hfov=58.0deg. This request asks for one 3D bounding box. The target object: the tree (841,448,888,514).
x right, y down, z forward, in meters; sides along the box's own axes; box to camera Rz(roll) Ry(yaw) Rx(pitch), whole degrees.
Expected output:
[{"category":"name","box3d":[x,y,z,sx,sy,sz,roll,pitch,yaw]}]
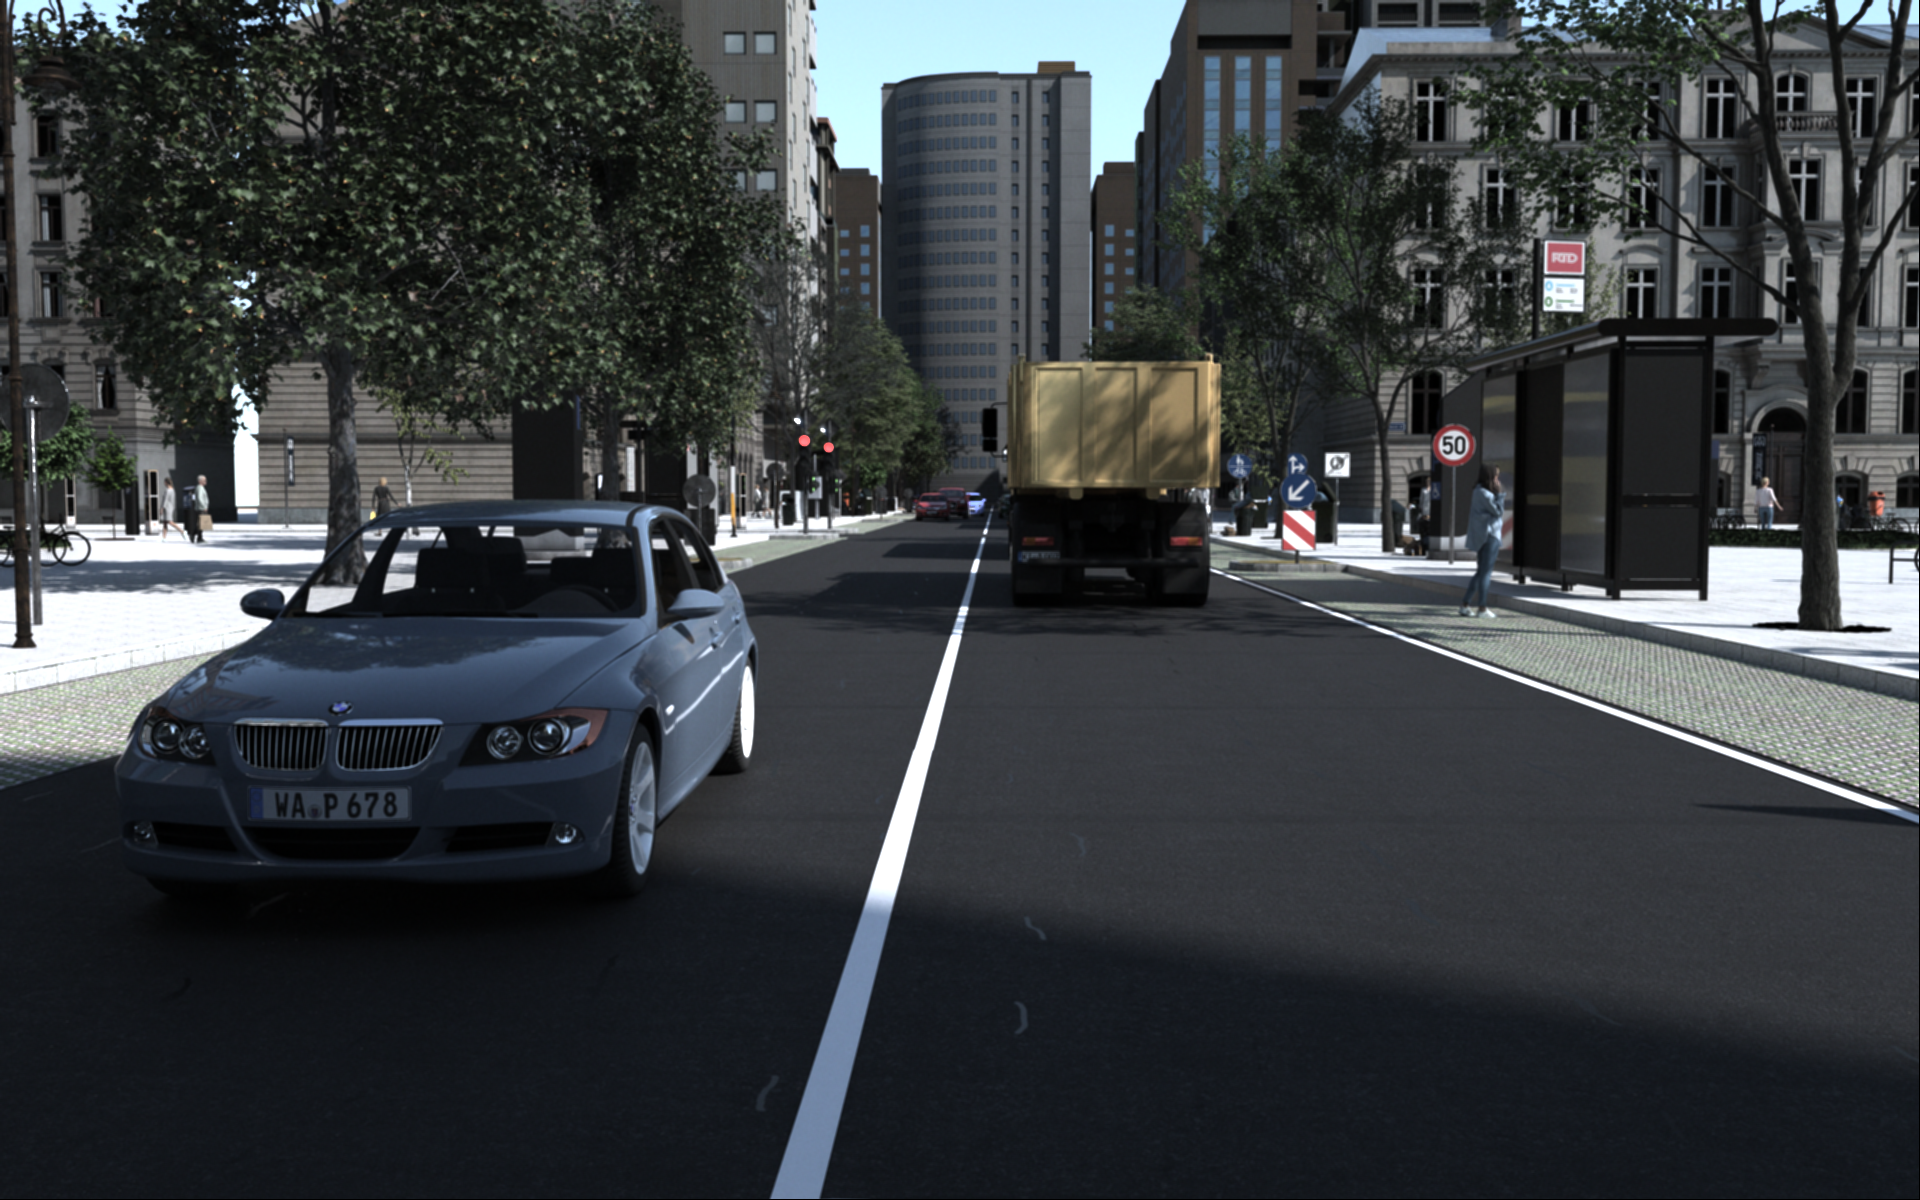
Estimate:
[{"category":"tree","box3d":[-6.052,-7.794,111.143,4.285,4.588,4.351,0,3,0]}]

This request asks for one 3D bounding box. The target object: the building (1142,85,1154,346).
[{"category":"building","box3d":[26.917,-32.650,183.943,14.600,45.320,14.200,0,4,1]}]

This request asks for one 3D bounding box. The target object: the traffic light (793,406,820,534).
[{"category":"traffic light","box3d":[-4.925,-4.069,55.444,0.839,4.253,0.868,0,4,1]}]

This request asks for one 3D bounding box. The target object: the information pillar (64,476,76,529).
[{"category":"information pillar","box3d":[-32.919,-3.642,64.038,0.304,2.012,0.304,-3,4,-39]}]

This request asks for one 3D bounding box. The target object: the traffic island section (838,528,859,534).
[{"category":"traffic island section","box3d":[-4.798,-2.525,63.563,2.009,0.180,2.903,0,4,1]}]

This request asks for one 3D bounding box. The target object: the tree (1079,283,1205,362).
[{"category":"tree","box3d":[10.055,-10.731,93.584,7.486,12.596,7.792,0,3,0]}]

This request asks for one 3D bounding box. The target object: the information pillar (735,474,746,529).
[{"category":"information pillar","box3d":[-7.998,-3.586,63.124,0.304,2.012,0.304,3,5,41]}]

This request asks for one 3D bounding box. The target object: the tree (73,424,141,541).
[{"category":"tree","box3d":[-23.632,-3.267,48.010,1.663,3.219,1.824,0,3,0]}]

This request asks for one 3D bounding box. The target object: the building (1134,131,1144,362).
[{"category":"building","box3d":[26.785,-31.474,198.190,14.154,41.232,14.086,0,4,1]}]

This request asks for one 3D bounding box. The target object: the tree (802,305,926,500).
[{"category":"tree","box3d":[-5.790,-11.359,103.851,7.486,12.596,7.792,0,3,0]}]

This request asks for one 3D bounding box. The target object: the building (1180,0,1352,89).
[{"category":"building","box3d":[26.330,-30.889,155.149,14.600,45.320,14.200,0,4,1]}]

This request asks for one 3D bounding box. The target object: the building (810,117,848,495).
[{"category":"building","box3d":[-26.851,-33.091,195.661,28.867,44.769,22.147,0,4,1]}]

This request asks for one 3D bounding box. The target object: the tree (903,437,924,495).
[{"category":"tree","box3d":[-4.553,-14.173,182.085,4.737,8.622,4.395,0,3,0]}]

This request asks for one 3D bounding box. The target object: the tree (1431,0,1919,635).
[{"category":"tree","box3d":[8.197,-5.530,16.177,9.928,11.665,9.643,0,3,0]}]

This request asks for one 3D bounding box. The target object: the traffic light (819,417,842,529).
[{"category":"traffic light","box3d":[-4.758,-4.557,63.428,0.839,4.253,0.868,0,4,1]}]

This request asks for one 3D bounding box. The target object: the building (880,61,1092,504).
[{"category":"building","box3d":[3.474,-42.661,239.512,28.212,58.520,21.231,0,4,1]}]

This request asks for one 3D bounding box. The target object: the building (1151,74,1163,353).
[{"category":"building","box3d":[27.079,-31.783,169.763,14.600,45.320,14.200,0,4,1]}]

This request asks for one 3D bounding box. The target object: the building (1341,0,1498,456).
[{"category":"building","box3d":[64.645,-48.882,237.471,20.611,71.187,20.563,0,4,1]}]

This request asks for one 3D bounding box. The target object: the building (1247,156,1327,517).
[{"category":"building","box3d":[22.978,-14.959,99.331,10.420,20.320,16.860,0,4,1]}]

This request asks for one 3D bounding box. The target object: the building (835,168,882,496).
[{"category":"building","box3d":[-17.803,-35.881,236.763,14.200,45.320,14.600,0,4,1]}]

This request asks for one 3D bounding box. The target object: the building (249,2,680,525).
[{"category":"building","box3d":[-22.260,-16.481,88.548,14.460,24.649,34.723,0,4,1]}]

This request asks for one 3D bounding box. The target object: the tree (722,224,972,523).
[{"category":"tree","box3d":[-7.525,-10.252,77.986,12.009,13.543,11.850,0,3,0]}]

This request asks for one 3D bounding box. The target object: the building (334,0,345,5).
[{"category":"building","box3d":[-56.779,-53.965,195.004,31.000,86.520,22.319,0,4,1]}]

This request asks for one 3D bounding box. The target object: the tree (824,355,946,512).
[{"category":"tree","box3d":[-6.271,-12.172,124.766,9.928,11.665,9.643,0,3,0]}]

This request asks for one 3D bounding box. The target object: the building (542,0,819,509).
[{"category":"building","box3d":[-26.981,-34.430,152.162,28.713,52.752,27.495,0,4,1]}]

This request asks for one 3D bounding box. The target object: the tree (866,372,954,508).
[{"category":"tree","box3d":[-5.301,-14.733,157.889,9.611,12.733,9.660,0,3,0]}]

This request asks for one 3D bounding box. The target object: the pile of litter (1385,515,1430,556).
[{"category":"pile of litter","box3d":[9.818,-1.366,36.295,1.719,0.858,1.176,2,4,35]}]

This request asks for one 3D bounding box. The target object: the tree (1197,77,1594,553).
[{"category":"tree","box3d":[9.497,-6.344,38.132,8.767,10.594,7.601,0,4,7]}]

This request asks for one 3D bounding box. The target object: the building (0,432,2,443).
[{"category":"building","box3d":[-41.214,-23.353,36.453,28.867,44.769,22.147,0,4,1]}]

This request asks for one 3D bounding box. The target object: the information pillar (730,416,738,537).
[{"category":"information pillar","box3d":[-6.754,-3.682,51.554,0.183,3.616,0.504,0,4,-1]}]

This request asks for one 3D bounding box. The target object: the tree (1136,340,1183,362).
[{"category":"tree","box3d":[9.532,-8.167,83.898,4.360,8.622,3.978,0,3,0]}]

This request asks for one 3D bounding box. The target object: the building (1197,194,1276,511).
[{"category":"building","box3d":[25.559,-18.585,122.934,14.314,24.678,30.058,0,4,1]}]

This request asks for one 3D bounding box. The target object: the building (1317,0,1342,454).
[{"category":"building","box3d":[44.041,-48.915,238.016,20.611,71.187,20.563,0,4,1]}]

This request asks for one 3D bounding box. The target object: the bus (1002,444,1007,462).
[{"category":"bus","box3d":[2.628,-3.148,43.022,2.896,3.916,12.252,0,4,0]}]

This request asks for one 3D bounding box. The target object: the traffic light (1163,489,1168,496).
[{"category":"traffic light","box3d":[6.534,-4.055,55.221,0.839,4.253,0.868,0,4,1]}]

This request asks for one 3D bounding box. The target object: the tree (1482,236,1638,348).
[{"category":"tree","box3d":[17.110,-6.041,49.141,4.737,8.622,4.395,0,3,0]}]

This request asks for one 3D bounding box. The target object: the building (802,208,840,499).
[{"category":"building","box3d":[-19.770,-24.599,173.902,14.160,30.474,14.107,0,4,1]}]

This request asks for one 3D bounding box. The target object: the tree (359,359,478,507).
[{"category":"tree","box3d":[-15.378,-5.994,48.366,4.737,8.622,4.395,0,3,0]}]

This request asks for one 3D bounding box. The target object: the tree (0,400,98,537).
[{"category":"tree","box3d":[-27.177,-4.119,51.058,4.285,4.588,4.351,0,3,0]}]

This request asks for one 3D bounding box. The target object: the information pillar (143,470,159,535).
[{"category":"information pillar","box3d":[-25.126,-3.017,53.819,0.304,2.012,0.304,2,4,34]}]

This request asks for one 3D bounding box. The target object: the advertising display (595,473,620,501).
[{"category":"advertising display","box3d":[-11.090,-3.017,54.545,0.123,1.923,0.974,2,4,34]}]

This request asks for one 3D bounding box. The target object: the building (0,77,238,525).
[{"category":"building","box3d":[-43.211,-13.927,76.859,18.267,20.994,9.793,0,4,1]}]

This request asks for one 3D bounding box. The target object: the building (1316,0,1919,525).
[{"category":"building","box3d":[34.603,-15.813,77.635,34.723,24.649,14.460,0,4,1]}]

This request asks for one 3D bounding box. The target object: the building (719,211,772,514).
[{"category":"building","box3d":[-20.874,-16.903,118.166,13.314,21.916,24.055,0,4,1]}]

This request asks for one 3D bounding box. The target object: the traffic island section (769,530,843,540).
[{"category":"traffic island section","box3d":[-4.965,-2.037,55.580,2.009,0.180,2.903,0,4,1]}]

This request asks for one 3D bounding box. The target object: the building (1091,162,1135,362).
[{"category":"building","box3d":[25.264,-35.843,236.140,14.200,45.320,14.600,0,4,1]}]
